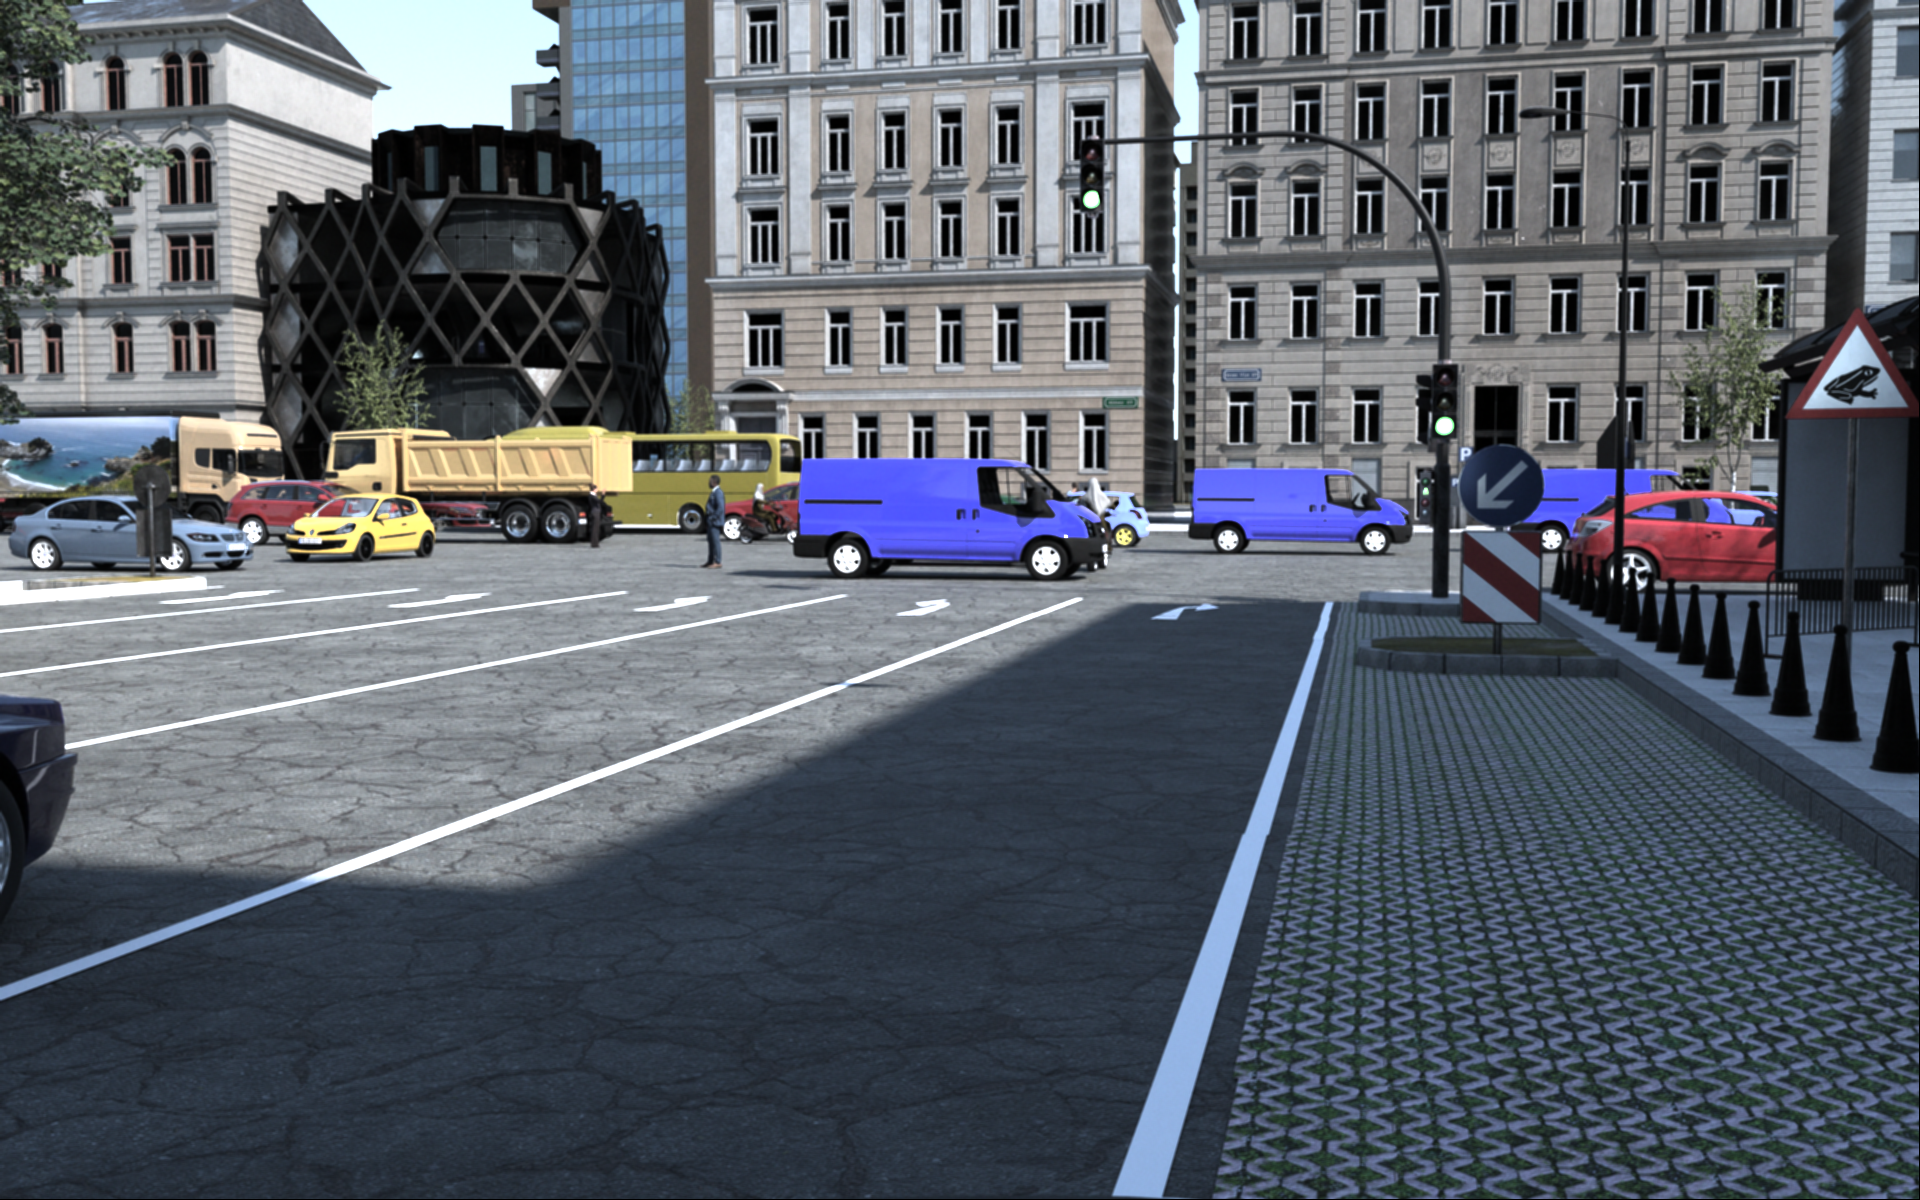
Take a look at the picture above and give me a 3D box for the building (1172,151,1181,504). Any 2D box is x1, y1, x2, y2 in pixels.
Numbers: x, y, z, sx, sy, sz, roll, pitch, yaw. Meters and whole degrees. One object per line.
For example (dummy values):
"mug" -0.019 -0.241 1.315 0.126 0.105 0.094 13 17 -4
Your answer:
"building" 18.606 -40.260 247.489 27.495 52.752 28.713 1 4 13

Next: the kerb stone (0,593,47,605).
"kerb stone" -12.296 -0.033 22.745 0.120 0.150 1.000 1 4 13

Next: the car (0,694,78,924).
"car" -4.148 0.505 4.322 1.945 1.354 3.894 1 4 11

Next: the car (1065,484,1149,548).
"car" 3.317 -2.315 47.441 3.694 1.707 1.945 1 4 12

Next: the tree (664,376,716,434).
"tree" -17.442 -9.628 107.786 4.737 8.622 4.395 0 3 0

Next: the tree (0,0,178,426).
"tree" -14.113 -6.765 19.723 9.857 13.997 8.962 0 3 0

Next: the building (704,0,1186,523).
"building" -0.265 -18.060 81.180 20.117 28.700 13.634 1 4 13

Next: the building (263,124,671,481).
"building" -24.067 -13.517 88.450 16.811 18.784 16.820 1 4 13

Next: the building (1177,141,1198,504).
"building" 41.709 -37.610 238.624 21.600 48.544 21.300 1 4 13

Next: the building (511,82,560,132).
"building" -35.485 -30.043 174.795 14.086 41.232 14.154 1 4 13

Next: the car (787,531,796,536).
"car" -3.577 -2.710 56.100 4.920 1.459 2.131 1 4 13

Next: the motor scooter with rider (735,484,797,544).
"motor scooter with rider" -5.501 -2.489 49.662 1.986 1.779 0.876 1 4 11

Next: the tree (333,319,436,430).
"tree" -24.815 -7.560 73.971 4.737 8.622 4.395 0 3 0

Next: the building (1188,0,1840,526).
"building" 22.870 -16.964 74.621 25.104 27.353 12.463 1 4 13

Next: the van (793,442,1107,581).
"van" -0.113 -1.544 29.622 5.245 2.365 2.240 1 4 12

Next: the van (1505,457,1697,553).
"van" 16.081 -2.316 42.255 5.245 2.365 2.240 1 4 14

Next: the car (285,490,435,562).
"car" -13.126 -1.695 37.936 2.015 1.641 3.980 1 4 12

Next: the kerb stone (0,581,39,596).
"kerb stone" -13.873 -0.183 25.205 0.120 0.150 1.000 1 4 13

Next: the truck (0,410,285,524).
"truck" -27.973 -4.296 59.151 11.283 4.237 2.839 1 4 15

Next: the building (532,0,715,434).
"building" -23.718 -29.809 137.490 14.600 45.320 14.200 1 4 13

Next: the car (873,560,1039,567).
"car" 0.044 -1.421 35.027 4.920 1.459 2.131 1 4 13

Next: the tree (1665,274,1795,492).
"tree" 26.211 -6.629 58.754 4.737 8.622 4.395 0 3 0

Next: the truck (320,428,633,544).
"truck" -14.757 -3.400 51.522 9.791 3.379 3.469 1 4 13

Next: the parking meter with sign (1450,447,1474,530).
"parking meter with sign" 18.195 -4.100 63.303 0.543 3.016 1.738 3 4 36

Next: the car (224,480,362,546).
"car" -17.963 -2.447 48.680 5.304 1.827 2.281 1 4 12

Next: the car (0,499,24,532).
"car" -34.270 -3.445 64.992 5.304 1.827 2.281 1 4 13

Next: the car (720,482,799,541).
"car" -5.050 -2.720 53.148 5.304 1.827 2.281 1 4 14

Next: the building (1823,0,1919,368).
"building" 50.556 -17.801 68.532 29.804 29.767 11.434 1 4 13

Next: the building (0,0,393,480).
"building" -44.121 -18.571 91.027 23.554 28.519 14.401 1 4 13

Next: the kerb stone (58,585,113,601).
"kerb stone" -12.059 -0.093 23.752 0.120 0.150 1.000 1 4 13

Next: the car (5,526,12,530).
"car" -36.590 -3.644 69.365 4.222 1.686 2.009 1 4 14

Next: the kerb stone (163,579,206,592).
"kerb stone" -11.594 -0.218 25.757 0.120 0.150 1.000 1 4 13

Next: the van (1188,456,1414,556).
"van" 8.173 -2.271 41.515 5.245 2.365 2.240 1 4 15

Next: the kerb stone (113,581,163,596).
"kerb stone" -11.822 -0.156 24.753 0.120 0.150 1.000 1 4 13

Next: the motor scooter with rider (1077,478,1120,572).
"motor scooter with rider" 2.601 -1.437 32.466 0.876 1.779 1.986 1 4 12
